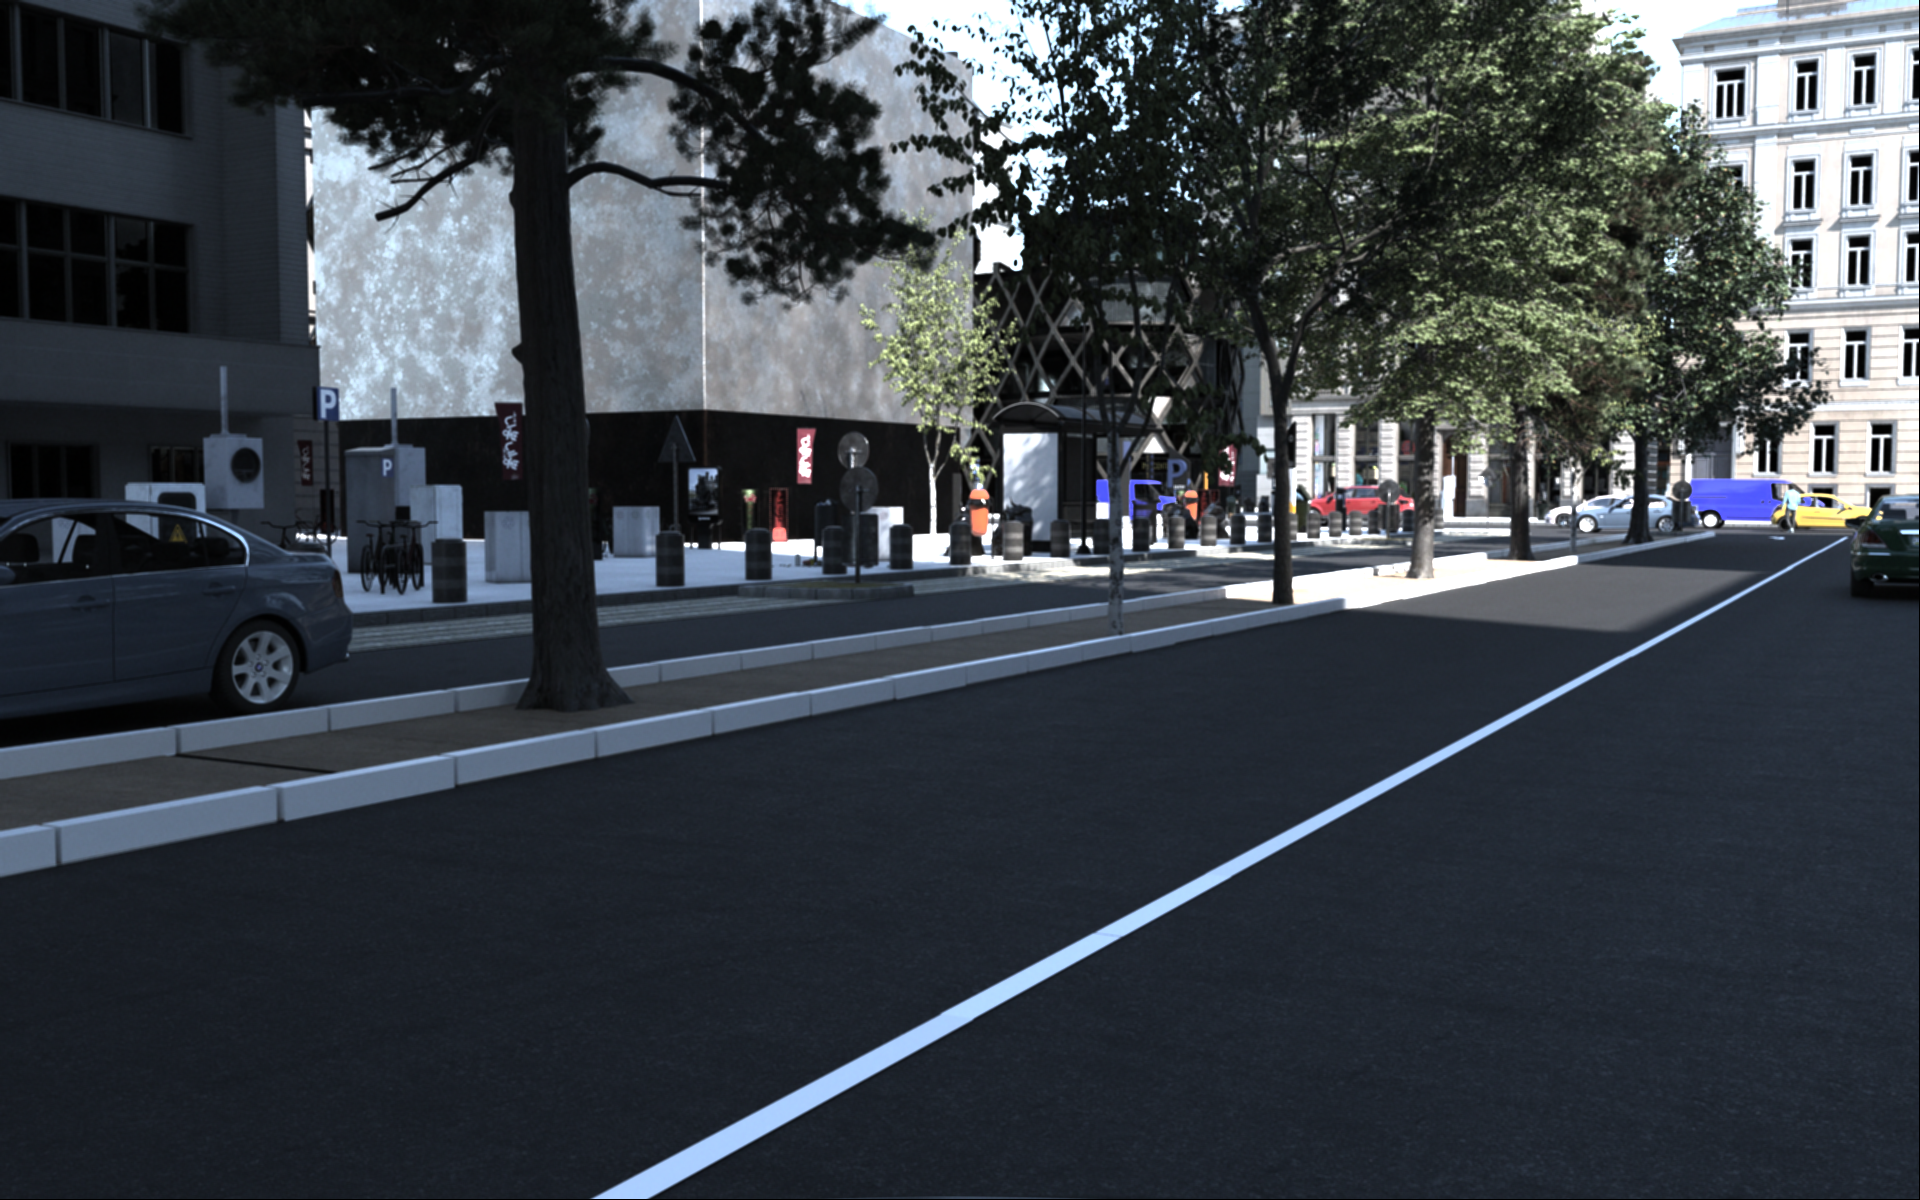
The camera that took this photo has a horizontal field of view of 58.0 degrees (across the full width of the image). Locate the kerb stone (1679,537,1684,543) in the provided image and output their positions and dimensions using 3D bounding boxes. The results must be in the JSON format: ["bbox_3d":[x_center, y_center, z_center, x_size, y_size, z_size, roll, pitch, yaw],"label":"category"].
[{"bbox_3d":[20.795,-1.713,50.241,0.120,0.150,1.000,2,4,29],"label":"kerb stone"}]

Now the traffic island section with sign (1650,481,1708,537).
[{"bbox_3d":[24.469,-3.106,58.911,2.006,1.907,1.989,2,4,29],"label":"traffic island section with sign"}]

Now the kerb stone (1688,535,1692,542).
[{"bbox_3d":[21.802,-1.825,52.026,0.120,0.150,1.000,2,4,29],"label":"kerb stone"}]

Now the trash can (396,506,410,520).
[{"bbox_3d":[-12.551,-1.699,39.435,0.748,1.137,0.748,0,3,0],"label":"trash can"}]

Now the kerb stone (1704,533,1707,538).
[{"bbox_3d":[23.801,-2.041,55.625,0.120,0.150,1.000,2,4,29],"label":"kerb stone"}]

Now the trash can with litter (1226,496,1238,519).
[{"bbox_3d":[14.004,-4.739,88.871,0.624,1.170,1.055,0,4,1],"label":"trash can with litter"}]

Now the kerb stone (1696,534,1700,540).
[{"bbox_3d":[22.796,-1.931,53.831,0.120,0.150,1.000,2,4,29],"label":"kerb stone"}]

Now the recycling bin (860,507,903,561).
[{"bbox_3d":[-1.533,-1.276,33.423,0.722,1.027,0.722,1,4,16],"label":"recycling bin"}]

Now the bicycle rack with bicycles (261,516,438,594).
[{"bbox_3d":[-8.189,-0.604,23.253,2.852,0.926,2.925,0,3,0],"label":"bicycle rack with bicycles"}]

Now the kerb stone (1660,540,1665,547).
[{"bbox_3d":[18.795,-1.496,46.662,0.120,0.150,1.000,2,4,29],"label":"kerb stone"}]

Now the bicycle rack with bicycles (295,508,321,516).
[{"bbox_3d":[-17.299,-1.796,42.747,2.925,0.926,2.852,1,4,15],"label":"bicycle rack with bicycles"}]

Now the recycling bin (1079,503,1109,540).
[{"bbox_3d":[3.771,-2.211,48.706,0.722,1.027,0.722,1,4,14],"label":"recycling bin"}]

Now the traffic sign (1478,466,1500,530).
[{"bbox_3d":[18.823,-3.552,61.717,0.795,2.450,0.064,2,4,29],"label":"traffic sign"}]

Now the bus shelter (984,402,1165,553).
[{"bbox_3d":[2.757,-2.840,40.356,2.014,3.302,5.546,2,4,29],"label":"bus shelter"}]

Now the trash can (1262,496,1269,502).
[{"bbox_3d":[25.491,-8.128,144.546,0.748,1.137,0.748,0,3,0],"label":"trash can"}]

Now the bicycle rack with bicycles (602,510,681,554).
[{"bbox_3d":[-7.297,-1.509,38.057,2.852,0.926,2.925,0,4,-1],"label":"bicycle rack with bicycles"}]

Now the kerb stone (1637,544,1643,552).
[{"bbox_3d":[16.781,-1.276,43.063,0.120,0.150,1.000,2,4,29],"label":"kerb stone"}]

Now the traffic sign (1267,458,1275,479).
[{"bbox_3d":[8.916,-2.852,48.757,0.606,2.300,0.079,2,4,30],"label":"traffic sign"}]

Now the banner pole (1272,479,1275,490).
[{"bbox_3d":[22.783,-8.206,124.181,0.863,3.779,0.401,0,4,3],"label":"banner pole"}]

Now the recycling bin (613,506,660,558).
[{"bbox_3d":[-6.587,-1.390,35.277,0.722,1.027,0.722,1,4,17],"label":"recycling bin"}]

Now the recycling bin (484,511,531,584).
[{"bbox_3d":[-6.493,-0.777,25.260,0.722,1.027,0.722,-2,4,-29],"label":"recycling bin"}]

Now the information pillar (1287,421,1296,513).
[{"bbox_3d":[10.645,-3.945,55.856,0.183,3.616,0.504,-2,4,-31],"label":"information pillar"}]

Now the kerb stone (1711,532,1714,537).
[{"bbox_3d":[24.801,-2.154,57.425,0.120,0.150,1.000,2,4,29],"label":"kerb stone"}]

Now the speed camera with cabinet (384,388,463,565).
[{"bbox_3d":[-9.933,-2.302,31.980,0.660,3.252,2.038,-3,5,-44],"label":"speed camera with cabinet"}]

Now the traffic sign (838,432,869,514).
[{"bbox_3d":[-2.210,-2.168,35.554,0.768,2.556,0.104,2,4,31],"label":"traffic sign"}]

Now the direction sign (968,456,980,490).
[{"bbox_3d":[0.839,-6.854,104.061,0.876,3.537,0.379,-3,4,-38],"label":"direction sign"}]

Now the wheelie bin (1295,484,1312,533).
[{"bbox_3d":[11.109,-2.980,56.631,0.693,1.594,0.980,1,4,22],"label":"wheelie bin"}]

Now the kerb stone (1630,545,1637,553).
[{"bbox_3d":[16.287,-1.221,42.165,0.120,0.150,1.000,2,4,29],"label":"kerb stone"}]

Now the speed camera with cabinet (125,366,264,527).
[{"bbox_3d":[-11.554,-1.949,26.194,0.660,3.252,2.038,2,4,28],"label":"speed camera with cabinet"}]

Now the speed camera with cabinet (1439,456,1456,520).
[{"bbox_3d":[24.527,-5.678,87.171,0.660,3.252,2.038,1,4,11],"label":"speed camera with cabinet"}]

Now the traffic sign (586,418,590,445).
[{"bbox_3d":[-5.754,-1.556,25.544,0.768,2.556,0.104,2,4,34],"label":"traffic sign"}]

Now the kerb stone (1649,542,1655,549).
[{"bbox_3d":[17.795,-1.386,44.860,0.120,0.150,1.000,2,4,29],"label":"kerb stone"}]

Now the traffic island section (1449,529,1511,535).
[{"bbox_3d":[18.798,-2.417,61.791,2.009,0.180,2.903,2,4,29],"label":"traffic island section"}]

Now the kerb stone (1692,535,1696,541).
[{"bbox_3d":[22.295,-1.875,52.925,0.120,0.150,1.000,2,4,29],"label":"kerb stone"}]

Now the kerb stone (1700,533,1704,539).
[{"bbox_3d":[23.295,-1.990,54.734,0.120,0.150,1.000,2,4,29],"label":"kerb stone"}]

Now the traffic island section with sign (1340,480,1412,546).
[{"bbox_3d":[12.008,-2.464,48.915,1.989,1.847,2.006,2,4,29],"label":"traffic island section with sign"}]

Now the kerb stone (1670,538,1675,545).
[{"bbox_3d":[19.796,-1.606,48.452,0.120,0.150,1.000,2,4,29],"label":"kerb stone"}]

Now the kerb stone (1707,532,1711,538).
[{"bbox_3d":[24.304,-2.100,56.526,0.120,0.150,1.000,2,4,29],"label":"kerb stone"}]

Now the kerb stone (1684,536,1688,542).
[{"bbox_3d":[21.287,-1.770,51.140,0.120,0.150,1.000,2,4,29],"label":"kerb stone"}]

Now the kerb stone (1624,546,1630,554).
[{"bbox_3d":[15.771,-1.164,41.266,0.120,0.150,1.000,2,4,29],"label":"kerb stone"}]

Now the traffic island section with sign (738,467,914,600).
[{"bbox_3d":[-1.735,-0.959,24.307,1.989,1.847,2.006,2,4,29],"label":"traffic island section with sign"}]

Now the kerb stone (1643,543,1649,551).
[{"bbox_3d":[17.289,-1.327,43.967,0.120,0.150,1.000,2,4,29],"label":"kerb stone"}]

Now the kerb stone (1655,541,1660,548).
[{"bbox_3d":[18.289,-1.440,45.760,0.120,0.150,1.000,2,4,29],"label":"kerb stone"}]

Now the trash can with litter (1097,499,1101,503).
[{"bbox_3d":[4.250,-2.587,53.677,0.624,1.170,1.055,-1,4,-14],"label":"trash can with litter"}]

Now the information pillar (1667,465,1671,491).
[{"bbox_3d":[56.719,-9.001,138.525,0.183,3.616,0.504,-1,4,-23],"label":"information pillar"}]

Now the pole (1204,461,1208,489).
[{"bbox_3d":[13.736,-6.298,96.817,0.158,3.312,0.155,0,3,0],"label":"pole"}]

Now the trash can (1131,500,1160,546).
[{"bbox_3d":[4.623,-1.934,43.281,0.748,1.137,0.748,0,3,0],"label":"trash can"}]

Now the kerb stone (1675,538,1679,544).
[{"bbox_3d":[20.294,-1.657,49.348,0.120,0.150,1.000,2,4,29],"label":"kerb stone"}]

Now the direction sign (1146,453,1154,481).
[{"bbox_3d":[10.496,-6.353,95.875,0.379,3.537,0.876,-1,4,-21],"label":"direction sign"}]

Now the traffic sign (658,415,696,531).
[{"bbox_3d":[-4.709,-1.755,28.693,0.884,2.594,0.081,3,4,38],"label":"traffic sign"}]

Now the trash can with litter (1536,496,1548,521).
[{"bbox_3d":[28.100,-4.370,82.829,1.055,1.170,0.624,1,4,19],"label":"trash can with litter"}]

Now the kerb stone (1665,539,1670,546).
[{"bbox_3d":[19.294,-1.551,47.556,0.120,0.150,1.000,2,4,29],"label":"kerb stone"}]

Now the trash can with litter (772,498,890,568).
[{"bbox_3d":[-2.148,-1.192,30.539,2.233,1.210,1.678,3,4,38],"label":"trash can with litter"}]
